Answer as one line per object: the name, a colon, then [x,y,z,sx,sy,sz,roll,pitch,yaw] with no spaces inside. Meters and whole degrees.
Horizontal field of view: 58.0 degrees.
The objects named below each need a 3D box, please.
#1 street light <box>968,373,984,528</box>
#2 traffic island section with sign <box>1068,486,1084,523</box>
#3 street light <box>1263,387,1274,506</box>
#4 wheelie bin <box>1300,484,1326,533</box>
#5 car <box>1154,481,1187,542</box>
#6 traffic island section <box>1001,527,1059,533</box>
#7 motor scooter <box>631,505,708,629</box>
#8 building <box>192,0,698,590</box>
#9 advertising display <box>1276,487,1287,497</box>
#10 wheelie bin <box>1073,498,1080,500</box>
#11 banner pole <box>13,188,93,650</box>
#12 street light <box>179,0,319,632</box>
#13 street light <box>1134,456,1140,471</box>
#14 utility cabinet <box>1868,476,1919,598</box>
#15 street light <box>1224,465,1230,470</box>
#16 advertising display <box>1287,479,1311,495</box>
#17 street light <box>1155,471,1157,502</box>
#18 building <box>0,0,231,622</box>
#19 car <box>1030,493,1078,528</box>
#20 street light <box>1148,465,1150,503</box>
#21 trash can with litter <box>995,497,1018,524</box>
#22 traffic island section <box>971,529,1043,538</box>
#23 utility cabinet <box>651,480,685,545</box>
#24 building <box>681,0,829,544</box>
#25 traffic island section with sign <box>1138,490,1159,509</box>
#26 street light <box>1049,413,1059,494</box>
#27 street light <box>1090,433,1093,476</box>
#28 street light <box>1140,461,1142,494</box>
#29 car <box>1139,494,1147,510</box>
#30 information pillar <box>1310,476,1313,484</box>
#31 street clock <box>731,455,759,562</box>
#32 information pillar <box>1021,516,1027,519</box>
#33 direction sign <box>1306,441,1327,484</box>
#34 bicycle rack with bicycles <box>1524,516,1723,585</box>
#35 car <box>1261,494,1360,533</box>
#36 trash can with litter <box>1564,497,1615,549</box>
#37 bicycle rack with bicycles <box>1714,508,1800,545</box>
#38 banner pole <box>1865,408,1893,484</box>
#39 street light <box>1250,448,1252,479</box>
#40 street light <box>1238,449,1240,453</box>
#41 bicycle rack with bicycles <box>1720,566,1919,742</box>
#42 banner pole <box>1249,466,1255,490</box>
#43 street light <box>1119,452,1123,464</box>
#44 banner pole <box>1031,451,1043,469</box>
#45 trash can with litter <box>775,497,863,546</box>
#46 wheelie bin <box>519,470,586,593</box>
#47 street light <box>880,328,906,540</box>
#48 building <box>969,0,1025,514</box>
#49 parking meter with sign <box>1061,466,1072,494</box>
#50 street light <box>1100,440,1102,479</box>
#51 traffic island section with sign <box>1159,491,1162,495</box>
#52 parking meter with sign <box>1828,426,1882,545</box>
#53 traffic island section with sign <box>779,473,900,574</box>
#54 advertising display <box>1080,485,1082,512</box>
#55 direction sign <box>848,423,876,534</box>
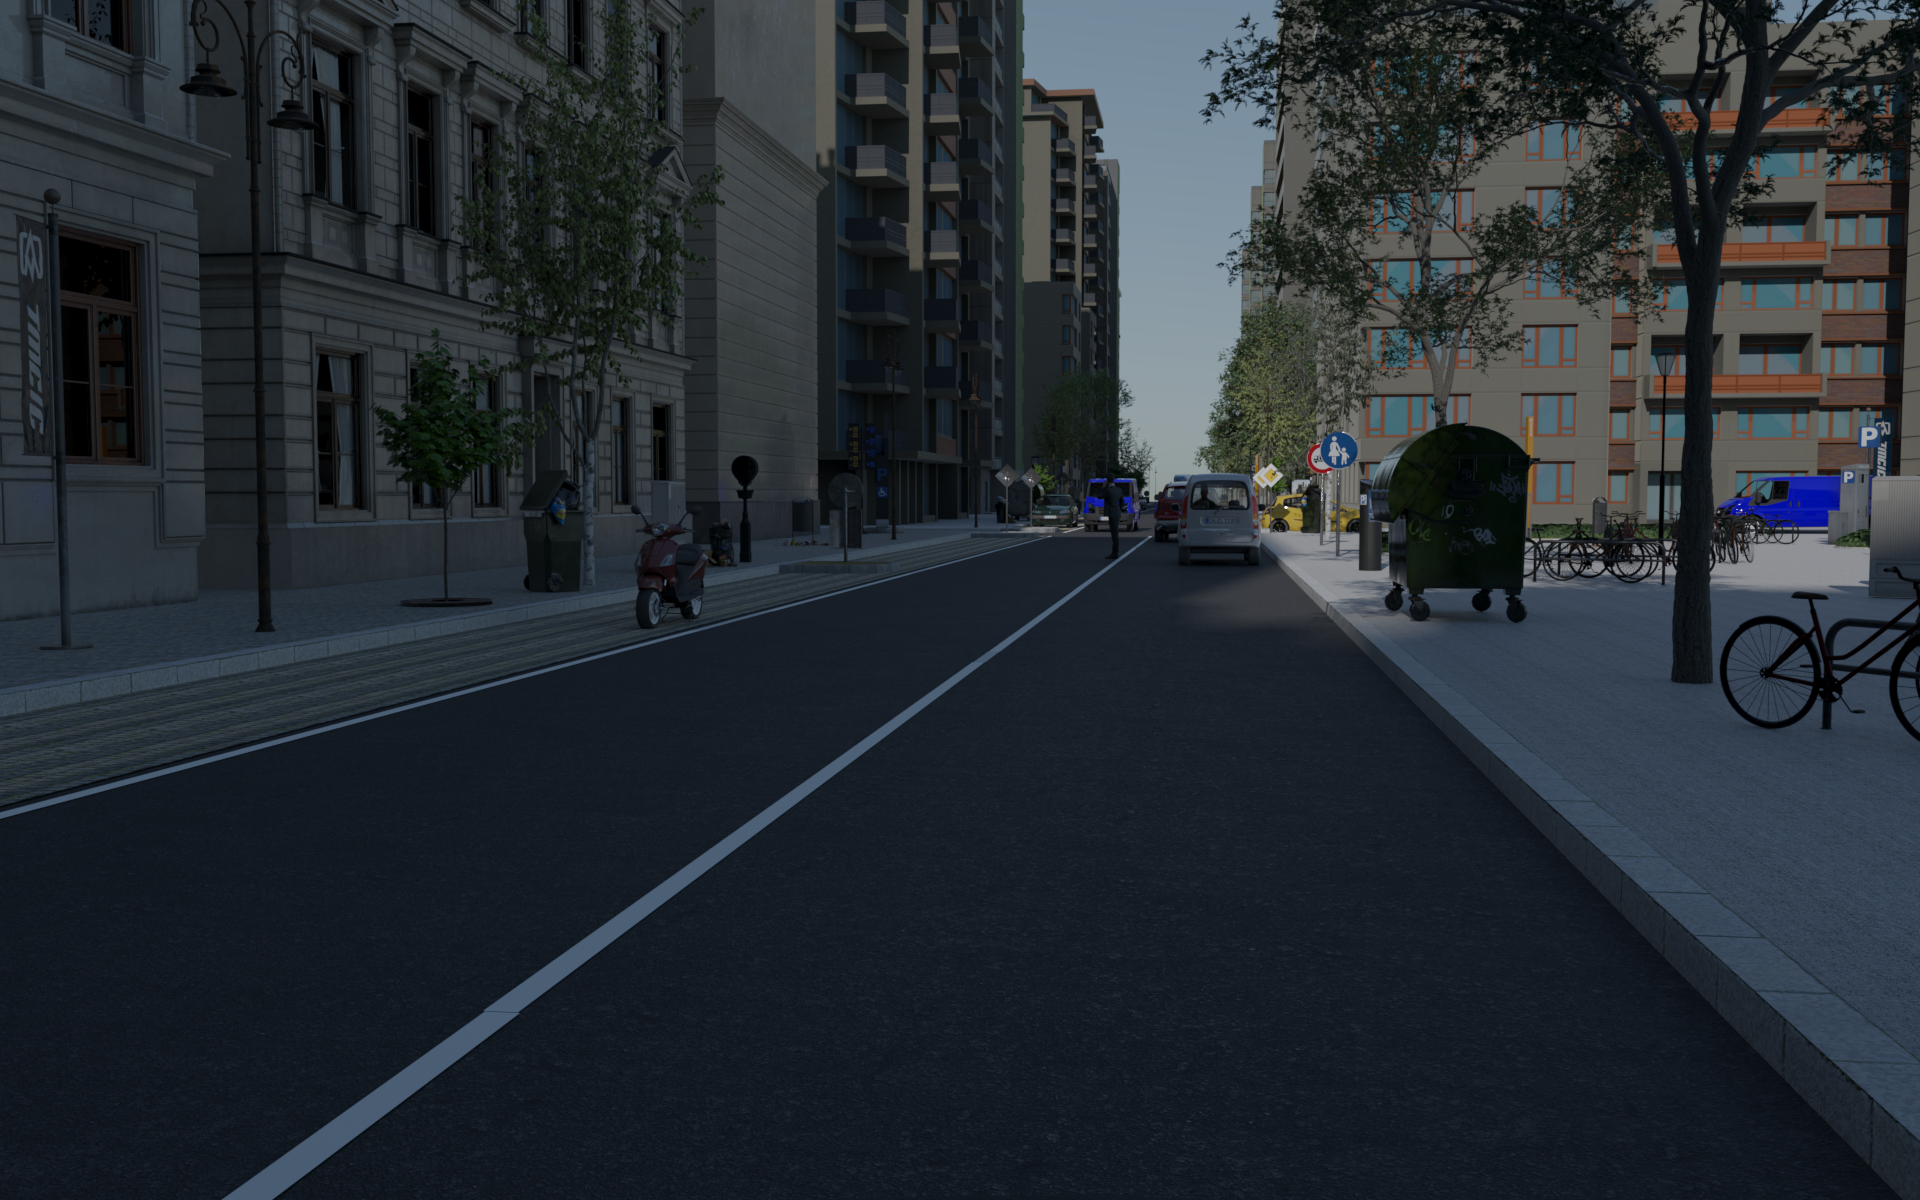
street light: [0.616,-5.701,66.004,0.468,5.910,1.993,1,4,8]
traffic island section with sign: [5.834,-4.830,87.590,1.989,1.847,2.006,1,4,8]
street light: [13.151,-6.194,74.067,0.468,5.910,1.993,1,4,8]
wheelie bin: [11.588,-2.984,56.692,0.693,1.594,0.980,3,5,43]
car: [7.089,-2.734,53.369,2.281,1.827,5.304,1,4,9]
traffic island section: [2.672,-2.649,65.597,2.009,0.180,2.903,1,4,8]
motor scooter: [-3.173,-0.385,19.064,0.815,1.314,1.986,1,4,9]
building: [-12.283,-10.246,32.157,10.561,19.102,19.286,1,4,8]
advertising display: [17.078,-5.302,91.908,0.123,1.923,0.974,3,5,41]
wheelie bin: [8.481,-7.314,127.492,0.693,1.594,0.980,1,4,8]
banner pole: [-7.426,-1.471,14.071,0.401,3.779,0.863,0,4,-3]
street light: [-6.482,-2.642,15.983,0.468,5.910,1.993,1,4,8]
street light: [20.806,-14.250,205.777,0.468,5.910,1.993,1,4,8]
utility cabinet: [11.782,-0.761,21.129,1.173,1.500,0.318,2,4,35]
street light: [35.903,-15.911,232.926,0.468,5.910,1.993,1,4,8]
advertising display: [14.404,-4.166,73.332,0.974,1.923,0.123,-1,4,-23]
street light: [32.567,-19.290,288.184,0.468,5.910,1.993,1,4,8]
building: [-15.401,-10.701,11.117,11.583,22.565,21.152,1,4,8]
car: [4.048,-3.914,73.784,2.009,1.686,4.222,1,4,9]
street light: [28.027,-17.352,256.487,0.468,5.910,1.993,1,4,8]
trash can with litter: [2.053,-3.938,75.779,1.055,1.170,0.624,3,4,37]
traffic island section: [1.538,-2.166,57.693,2.009,0.180,2.903,1,4,8]
utility cabinet: [-4.804,-1.220,28.620,0.318,1.500,1.173,0,4,4]
building: [-17.263,-15.499,50.668,25.104,27.353,12.463,1,4,8]
traffic island section with sign: [20.623,-11.134,190.675,1.989,1.847,2.006,1,4,8]
street light: [5.296,-7.639,97.681,0.468,5.910,1.993,1,4,8]
street light: [9.835,-9.577,129.378,0.468,5.910,1.993,1,4,8]
street light: [23.411,-15.382,224.287,0.468,5.910,1.993,1,4,8]
car: [15.819,-8.776,155.489,2.014,1.417,4.499,0,4,6]
information pillar: [17.440,-5.785,85.937,0.183,3.616,0.504,1,4,17]
street clock: [-4.031,-1.708,32.502,0.471,2.002,0.358,0,4,8]
information pillar: [3.363,-5.288,90.954,0.304,2.012,0.304,1,4,14]
direction sign: [15.205,-5.009,73.894,0.876,3.537,0.379,0,4,2]
bicycle rack with bicycles: [9.513,-0.757,25.757,2.925,0.926,2.852,2,4,31]
car: [12.294,-2.992,59.141,3.980,1.641,2.015,1,4,9]
trash can with litter: [14.917,-1.847,41.251,2.233,1.210,1.678,-3,4,-38]
bicycle rack with bicycles: [20.447,-1.937,45.058,2.852,0.926,2.925,-2,4,-35]
banner pole: [26.476,-3.674,50.090,0.863,3.779,0.401,2,4,31]
street light: [17.745,-8.133,105.756,0.468,5.910,1.993,1,4,8]
street light: [23.841,-10.779,149.030,0.468,5.910,1.993,1,4,8]
bicycle rack with bicycles: [5.842,0.281,8.796,2.852,0.926,2.925,-1,4,-23]
banner pole: [21.265,-8.321,126.065,0.863,3.779,0.401,1,4,9]
street light: [16.243,-12.312,174.083,0.468,5.910,1.993,1,4,8]
banner pole: [4.548,-6.774,100.766,0.863,3.779,0.401,0,4,8]
trash can with litter: [-3.527,-1.969,43.249,2.233,1.210,1.678,-1,4,-9]
wheelie bin: [-5.360,-0.914,22.846,0.693,1.594,0.980,-3,5,-44]
street light: [-1.857,-4.631,48.504,0.468,5.910,1.993,1,4,8]
building: [-3.529,-26.245,112.702,14.154,41.232,14.086,1,4,8]
parking meter with sign: [6.487,-6.646,104.926,0.543,3.016,1.738,0,4,-3]
street light: [11.572,-10.374,142.405,0.468,5.910,1.993,1,4,8]
traffic island section with sign: [28.586,-14.529,246.178,1.989,1.847,2.006,1,4,8]
parking meter with sign: [22.727,-2.924,44.067,1.738,3.016,0.543,-3,4,-38]
traffic island section with sign: [-2.161,-1.428,31.983,1.989,1.847,2.006,1,4,8]
advertising display: [8.995,-7.488,127.646,0.123,1.923,0.974,1,4,11]
direction sign: [-3.133,-3.878,55.407,0.876,3.537,0.379,0,4,-8]
